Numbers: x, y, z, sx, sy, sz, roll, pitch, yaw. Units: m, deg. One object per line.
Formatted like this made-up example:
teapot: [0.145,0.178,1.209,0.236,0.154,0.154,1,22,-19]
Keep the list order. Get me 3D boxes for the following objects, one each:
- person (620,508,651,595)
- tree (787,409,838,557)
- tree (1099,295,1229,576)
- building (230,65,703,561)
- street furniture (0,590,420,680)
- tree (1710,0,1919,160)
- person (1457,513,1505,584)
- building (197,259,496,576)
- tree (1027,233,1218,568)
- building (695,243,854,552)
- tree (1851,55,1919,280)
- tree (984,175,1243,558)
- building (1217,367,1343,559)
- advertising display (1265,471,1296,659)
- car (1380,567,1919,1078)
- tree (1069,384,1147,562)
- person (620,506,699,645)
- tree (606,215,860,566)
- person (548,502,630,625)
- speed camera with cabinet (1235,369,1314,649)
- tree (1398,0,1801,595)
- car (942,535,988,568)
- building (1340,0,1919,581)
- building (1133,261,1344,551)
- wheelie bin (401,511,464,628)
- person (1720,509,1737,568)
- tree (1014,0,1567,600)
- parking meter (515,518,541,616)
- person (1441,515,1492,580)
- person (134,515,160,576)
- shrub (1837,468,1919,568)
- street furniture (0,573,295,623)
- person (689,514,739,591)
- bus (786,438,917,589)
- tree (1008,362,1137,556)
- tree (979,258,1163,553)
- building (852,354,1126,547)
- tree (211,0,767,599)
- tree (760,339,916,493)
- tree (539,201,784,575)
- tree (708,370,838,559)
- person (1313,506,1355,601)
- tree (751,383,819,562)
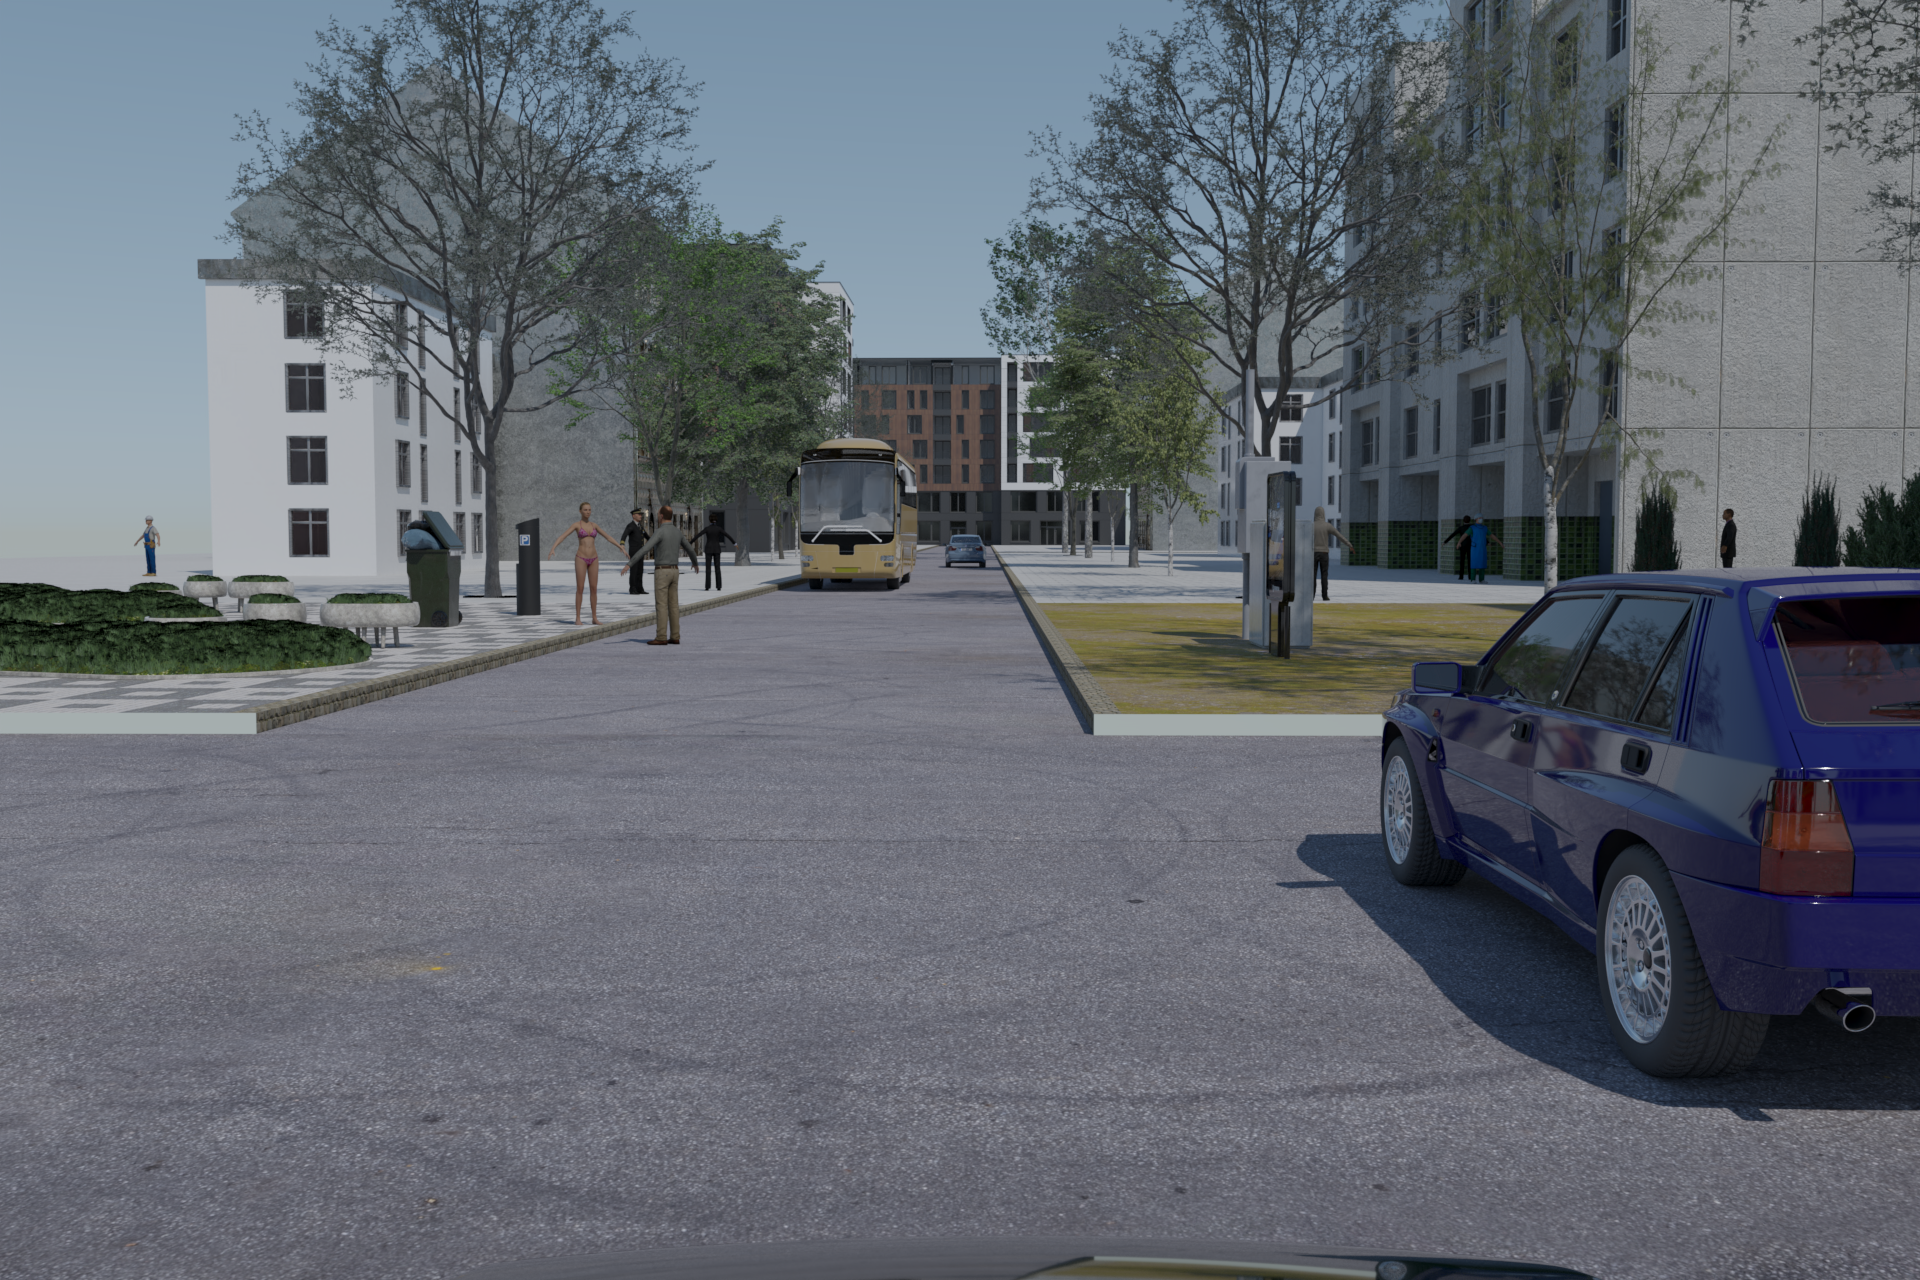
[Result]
person: [-6.818,-1.878,36.646,0.705,1.837,1.347,2,4,26]
tree: [-8.808,-8.875,95.461,4.737,8.622,4.395,0,3,0]
tree: [6.312,-6.222,52.085,4.737,8.622,4.395,0,3,0]
building: [-24.323,-15.873,90.453,19.493,23.208,18.063,0,4,1]
street furniture: [-10.689,-0.141,17.931,10.072,0.657,5.734,0,4,6]
tree: [8.643,-6.129,10.583,12.009,13.543,11.850,0,3,0]
person: [13.427,-2.364,44.784,1.347,1.817,0.704,-1,4,-13]
building: [-22.452,-7.638,67.033,9.099,9.664,28.070,0,4,0]
tree: [6.243,-9.018,65.579,7.486,12.596,7.792,0,3,0]
building: [-23.675,-18.011,138.453,27.936,21.610,32.646,0,4,1]
tree: [19.617,-7.153,27.327,12.009,13.543,11.850,0,3,0]
tree: [7.943,-14.349,90.499,12.611,20.169,13.585,0,3,0]
building: [20.036,-9.202,92.600,9.099,9.664,28.070,0,4,1]
advertising display: [3.350,-0.789,18.121,0.123,1.923,0.974,0,4,-1]
car: [2.644,0.408,5.910,1.945,1.354,3.894,0,4,0]
tree: [7.146,-7.951,80.365,4.360,8.622,3.978,0,3,0]
person: [-3.819,-0.837,22.409,0.705,1.796,1.348,3,4,36]
tree: [-8.795,-9.916,68.788,9.857,13.997,8.962,0,3,0]
person: [-5.231,-1.076,24.389,1.217,1.733,0.721,-2,4,-35]
speed camera with cabinet: [3.670,-1.584,20.229,0.660,3.252,2.038,0,4,0]
tree: [6.884,-4.268,20.151,4.360,8.622,3.978,0,3,0]
car: [0.230,-3.856,75.048,2.014,1.417,4.499,0,4,-1]
building: [23.863,-11.543,55.191,16.747,18.905,31.486,0,4,1]
building: [23.967,-18.938,140.564,19.493,23.208,18.063,0,4,1]
wheelie bin: [-7.292,-0.980,23.936,0.693,1.594,0.980,0,4,3]
person: [15.672,-1.785,35.414,0.704,1.802,1.346,1,4,23]
tree: [5.946,-7.541,33.660,12.009,13.543,11.850,0,3,0]
parking meter: [-6.810,-1.156,27.308,0.372,1.533,0.369,0,3,0]
person: [14.167,-2.585,48.448,1.347,1.806,0.705,1,4,16]
person: [-24.593,-2.855,52.536,1.347,1.847,0.705,2,4,35]
shrub: [11.324,-1.015,20.633,1.661,2.075,1.752,0,3,0]
street furniture: [-15.701,-0.740,27.719,10.072,0.657,5.734,1,4,22]
person: [-5.599,-1.983,39.147,1.216,1.740,0.721,-1,4,-18]
bus: [-2.689,-3.463,48.161,2.896,3.916,12.252,0,4,1]
tree: [6.716,-10.818,102.625,9.928,11.665,9.643,0,3,0]
tree: [8.364,-15.821,114.564,12.611,20.169,13.585,0,3,0]
building: [2.898,-22.198,209.368,32.646,21.610,27.936,0,4,2]
tree: [-9.423,-7.580,34.309,12.009,13.543,11.850,0,3,0]
tree: [-8.367,-12.144,108.927,12.009,13.543,11.850,0,3,0]
tree: [-9.426,-7.893,54.804,9.928,11.665,9.643,0,3,0]
tree: [-9.363,-9.353,87.338,7.601,10.594,8.767,0,4,3]
person: [6.907,-1.662,33.303,1.348,1.813,0.705,1,4,14]
tree: [-8.487,-7.953,80.388,4.737,8.622,4.395,0,3,0]
